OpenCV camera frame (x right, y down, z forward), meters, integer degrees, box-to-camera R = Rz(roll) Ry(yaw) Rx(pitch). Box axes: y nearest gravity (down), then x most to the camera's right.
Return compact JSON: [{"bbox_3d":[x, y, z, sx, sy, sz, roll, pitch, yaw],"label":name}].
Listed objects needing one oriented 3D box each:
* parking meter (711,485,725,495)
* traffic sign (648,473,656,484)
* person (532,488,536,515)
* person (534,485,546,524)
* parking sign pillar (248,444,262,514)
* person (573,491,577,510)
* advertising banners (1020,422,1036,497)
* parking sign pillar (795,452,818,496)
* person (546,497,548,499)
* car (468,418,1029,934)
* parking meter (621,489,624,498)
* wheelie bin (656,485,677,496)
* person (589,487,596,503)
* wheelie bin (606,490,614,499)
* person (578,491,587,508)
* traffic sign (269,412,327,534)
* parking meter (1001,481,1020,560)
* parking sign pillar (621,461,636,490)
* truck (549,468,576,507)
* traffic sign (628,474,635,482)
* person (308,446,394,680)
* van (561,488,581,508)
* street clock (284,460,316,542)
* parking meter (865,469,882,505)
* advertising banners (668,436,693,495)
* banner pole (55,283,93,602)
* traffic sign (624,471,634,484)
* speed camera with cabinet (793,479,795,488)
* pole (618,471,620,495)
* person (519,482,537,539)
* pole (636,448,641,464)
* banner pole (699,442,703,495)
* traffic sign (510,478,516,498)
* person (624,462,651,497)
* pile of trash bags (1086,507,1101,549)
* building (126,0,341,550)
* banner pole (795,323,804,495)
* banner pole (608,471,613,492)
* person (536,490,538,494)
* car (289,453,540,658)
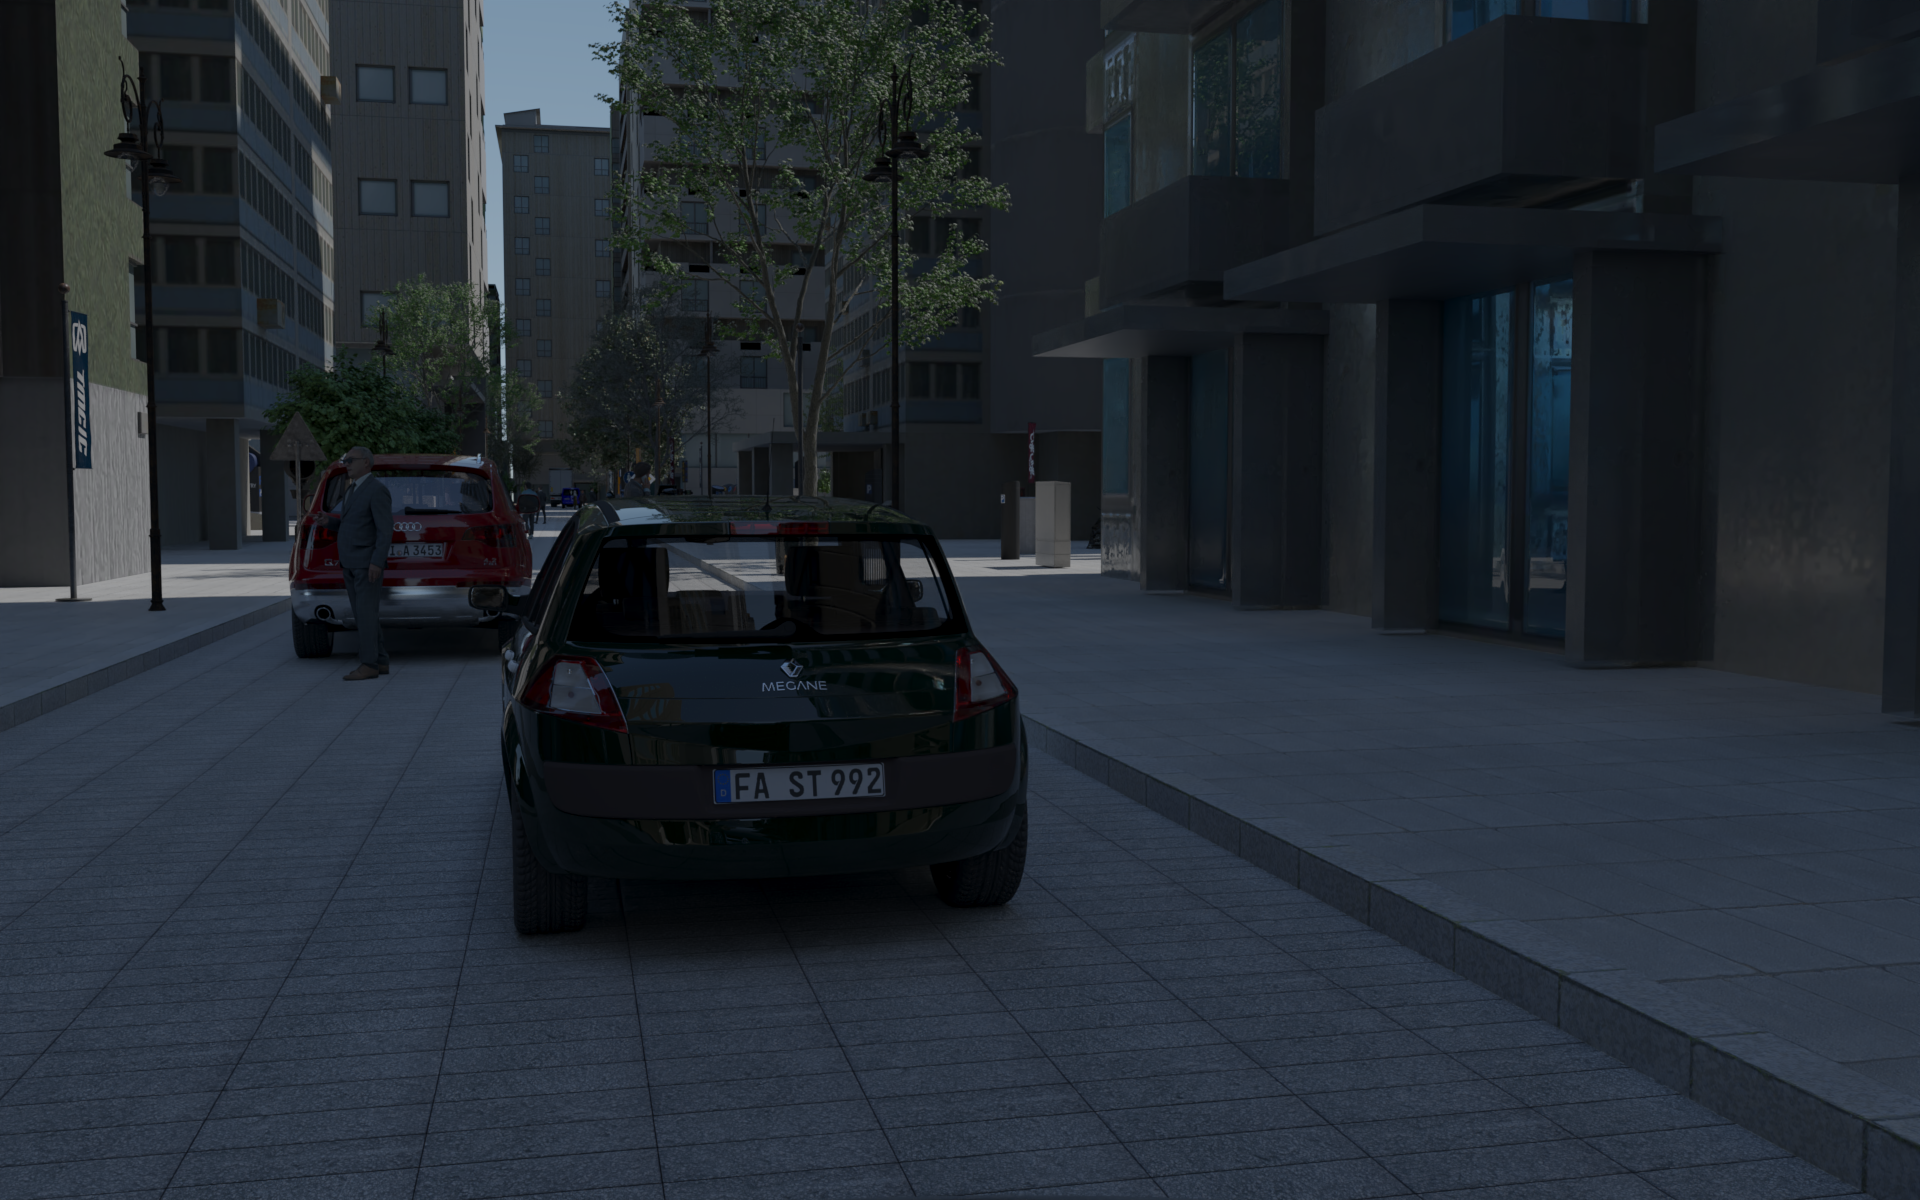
[{"bbox_3d":[-6.792,-2.462,48.670,0.372,1.533,0.369,0,3,0],"label":"parking meter"},{"bbox_3d":[-12.479,-3.985,68.796,0.795,2.450,0.064,-1,4,-13],"label":"traffic sign"},{"bbox_3d":[-29.582,-6.816,120.041,0.679,1.850,0.850,2,4,26],"label":"person"},{"bbox_3d":[-20.175,-4.580,83.166,0.755,1.850,0.659,2,4,34],"label":"person"},{"bbox_3d":[-32.963,-5.611,80.209,1.447,3.967,1.447,1,4,9],"label":"parking sign pillar"},{"bbox_3d":[-34.879,-9.059,157.337,0.721,1.736,1.217,-1,4,-12],"label":"person"},{"bbox_3d":[1.445,-2.778,41.602,0.090,3.025,2.074,2,4,24],"label":"advertising banners"},{"bbox_3d":[-8.839,-6.796,99.586,1.447,3.967,1.447,0,4,-1],"label":"parking sign pillar"},{"bbox_3d":[-39.832,-9.554,164.705,1.348,1.824,0.705,0,4,4],"label":"person"},{"bbox_3d":[-1.004,0.160,7.178,2.009,1.686,4.222,-1,4,-15],"label":"car"},{"bbox_3d":[-18.128,-5.203,93.483,0.372,1.533,0.369,0,3,0],"label":"parking meter"},{"bbox_3d":[-9.813,-3.087,58.380,0.980,1.594,0.693,-2,4,-27],"label":"wheelie bin"},{"bbox_3d":[-25.903,-6.999,122.299,0.648,1.900,0.474,2,4,27],"label":"person"},{"bbox_3d":[-27.784,-7.936,137.656,0.693,1.594,0.980,-1,4,-16],"label":"wheelie bin"},{"bbox_3d":[-34.926,-9.247,160.235,0.990,1.755,0.434,2,4,25],"label":"person"},{"bbox_3d":[-10.455,-1.674,27.376,0.884,2.594,0.081,0,4,-5],"label":"traffic sign"},{"bbox_3d":[0.986,-1.558,33.892,0.372,1.533,0.369,0,3,0],"label":"parking meter"},{"bbox_3d":[-22.193,-7.851,116.832,1.447,3.967,1.447,1,4,19],"label":"parking sign pillar"},{"bbox_3d":[-44.207,-12.449,192.459,2.839,4.237,11.283,-1,4,-11],"label":"truck"},{"bbox_3d":[-14.260,-4.461,76.581,0.795,2.450,0.064,-1,4,-13],"label":"traffic sign"},{"bbox_3d":[-4.724,-0.295,13.507,0.661,1.801,0.590,3,5,43],"label":"person"},{"bbox_3d":[-39.040,-10.377,174.041,2.240,2.365,5.245,-1,4,-11],"label":"van"},{"bbox_3d":[-11.356,-1.545,29.828,0.471,2.002,0.358,-3,5,-41],"label":"street clock"},{"bbox_3d":[-2.024,-2.125,40.462,0.255,1.863,0.399,-3,4,-36],"label":"parking meter"},{"bbox_3d":[-8.558,-3.474,52.987,0.090,3.025,2.074,1,4,11],"label":"advertising banners"},{"bbox_3d":[-10.649,-1.888,20.893,0.401,3.779,0.863,0,4,-4],"label":"banner pole"},{"bbox_3d":[-18.330,-5.891,96.419,0.768,2.556,0.104,0,4,-6],"label":"traffic sign"},{"bbox_3d":[-10.530,-6.795,105.427,2.038,3.252,0.660,-2,4,-27],"label":"speed camera with cabinet"},{"bbox_3d":[-29.046,-9.402,147.564,0.158,3.312,0.155,0,3,0],"label":"pole"},{"bbox_3d":[-13.690,-2.846,55.047,0.620,1.820,0.660,3,4,39],"label":"person"},{"bbox_3d":[-14.282,-5.089,77.041,0.158,3.312,0.155,0,3,0],"label":"pole"},{"bbox_3d":[-12.423,-5.692,83.080,0.401,3.779,0.863,-1,4,-18],"label":"banner pole"},{"bbox_3d":[-35.458,-8.362,136.822,0.768,2.556,0.104,-1,4,-10],"label":"traffic sign"},{"bbox_3d":[-4.160,-0.871,22.555,0.447,1.846,0.655,-2,4,-25],"label":"person"},{"bbox_3d":[4.419,-1.946,41.565,1.912,1.369,3.447,2,4,27],"label":"pile of trash bags"},{"bbox_3d":[-29.568,-21.602,45.070,23.993,40.220,32.217,-1,4,-13],"label":"building"},{"bbox_3d":[-2.360,-2.183,25.704,0.401,3.779,0.863,0,4,-4],"label":"banner pole"},{"bbox_3d":[-29.320,-9.480,145.018,0.863,3.779,0.401,3,5,41],"label":"banner pole"},{"bbox_3d":[-39.052,-9.246,159.757,0.705,1.814,1.350,-3,4,-37],"label":"person"},{"bbox_3d":[-5.237,-0.500,16.845,2.281,1.827,5.304,-1,4,-15],"label":"car"}]
